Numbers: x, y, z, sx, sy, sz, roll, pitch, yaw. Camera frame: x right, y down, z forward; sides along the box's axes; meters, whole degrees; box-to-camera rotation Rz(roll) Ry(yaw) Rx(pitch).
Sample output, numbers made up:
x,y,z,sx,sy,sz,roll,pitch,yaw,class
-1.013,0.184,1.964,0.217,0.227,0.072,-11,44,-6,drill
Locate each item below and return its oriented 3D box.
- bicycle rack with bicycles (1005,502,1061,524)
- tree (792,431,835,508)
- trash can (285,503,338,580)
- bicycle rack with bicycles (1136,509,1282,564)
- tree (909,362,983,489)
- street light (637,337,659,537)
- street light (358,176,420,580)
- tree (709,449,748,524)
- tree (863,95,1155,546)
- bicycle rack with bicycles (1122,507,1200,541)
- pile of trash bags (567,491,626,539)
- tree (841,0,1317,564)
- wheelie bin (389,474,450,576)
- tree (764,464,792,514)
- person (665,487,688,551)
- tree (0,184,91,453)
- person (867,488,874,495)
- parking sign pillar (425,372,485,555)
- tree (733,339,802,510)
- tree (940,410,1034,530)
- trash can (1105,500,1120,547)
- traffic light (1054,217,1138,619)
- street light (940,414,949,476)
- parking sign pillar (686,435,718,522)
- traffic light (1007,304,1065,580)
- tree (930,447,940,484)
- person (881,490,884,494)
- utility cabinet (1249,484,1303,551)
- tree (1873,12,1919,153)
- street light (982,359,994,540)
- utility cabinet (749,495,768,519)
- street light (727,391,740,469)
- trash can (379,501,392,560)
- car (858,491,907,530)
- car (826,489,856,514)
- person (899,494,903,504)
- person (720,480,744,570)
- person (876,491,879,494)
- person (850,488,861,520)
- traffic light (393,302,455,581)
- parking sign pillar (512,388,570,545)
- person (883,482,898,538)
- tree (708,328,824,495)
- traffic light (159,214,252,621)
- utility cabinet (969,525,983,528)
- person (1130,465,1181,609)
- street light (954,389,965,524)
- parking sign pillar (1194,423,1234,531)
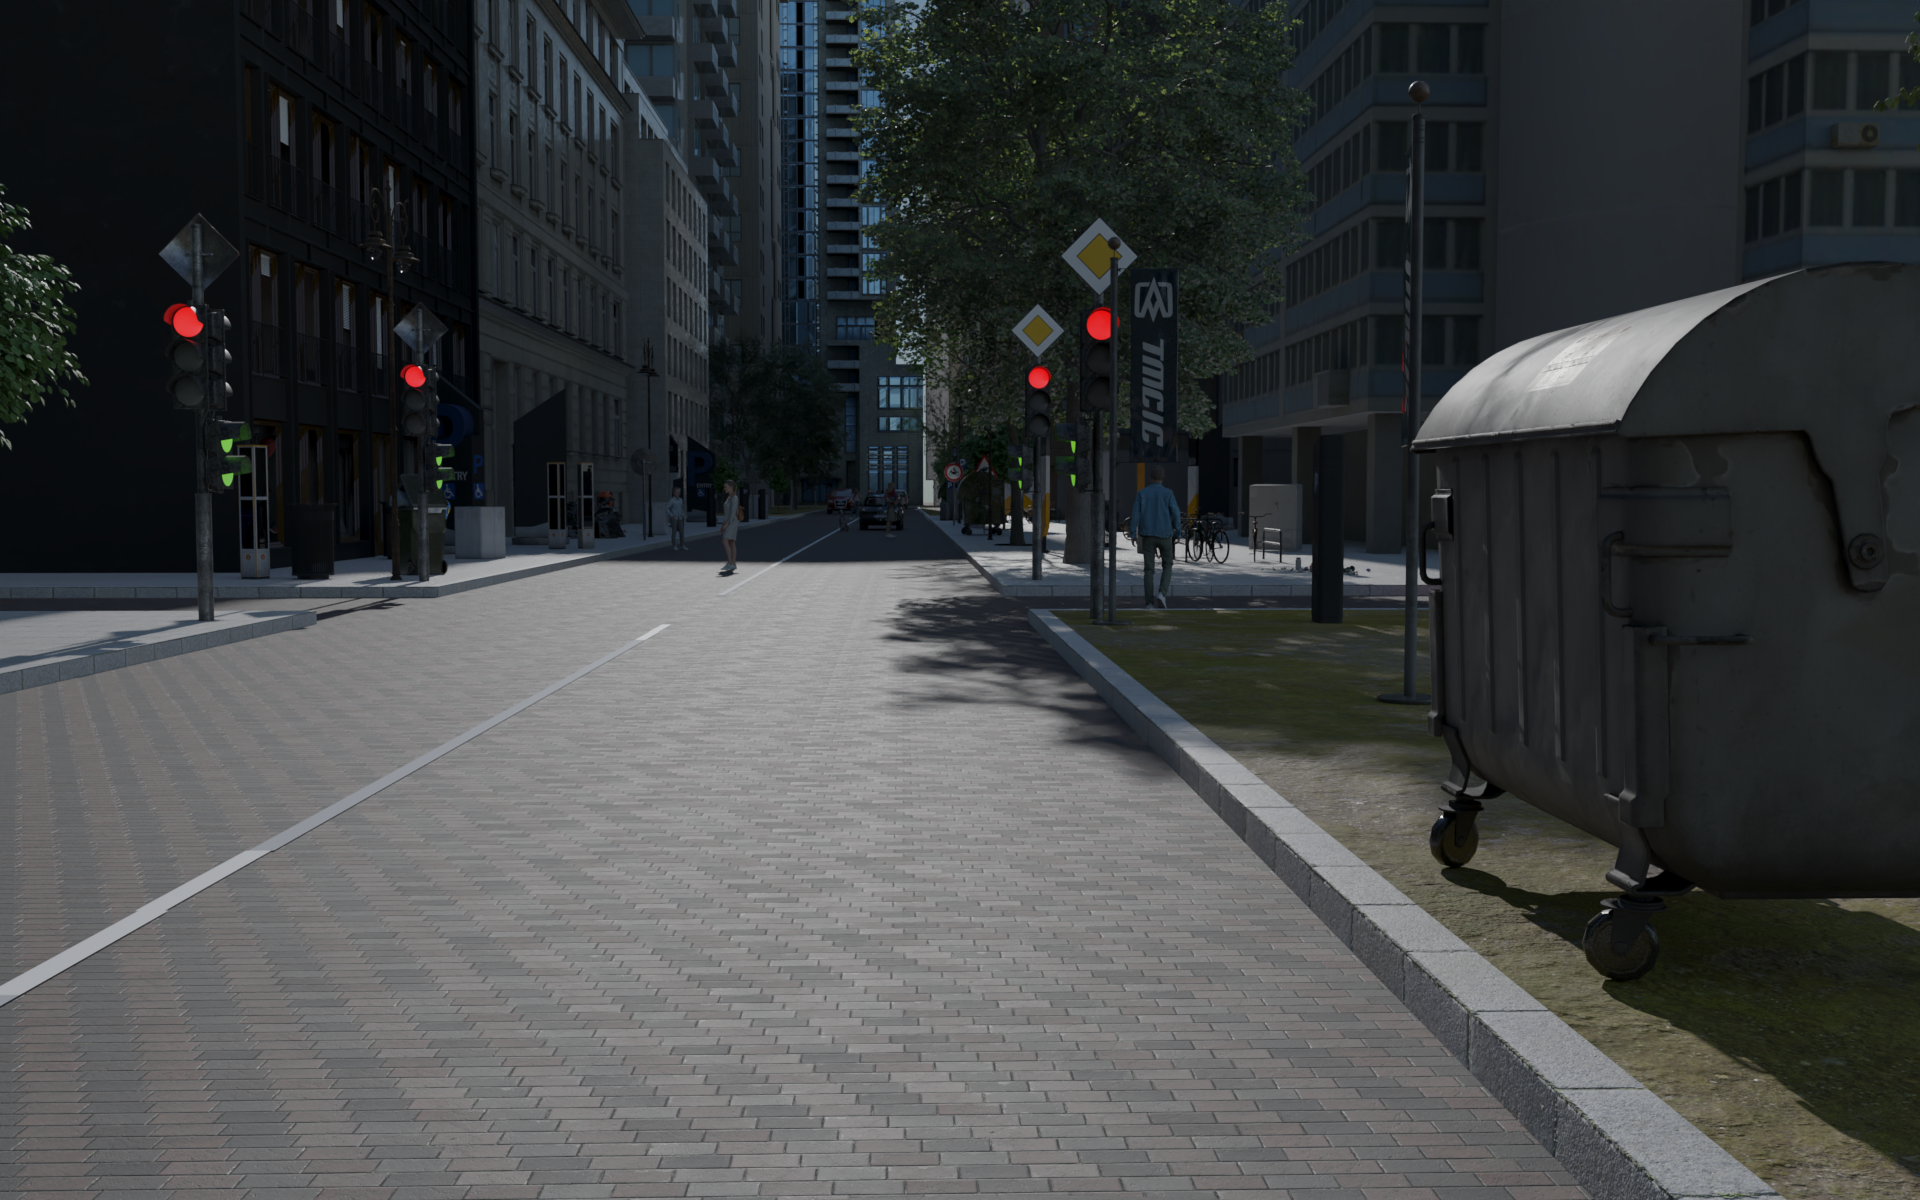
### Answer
x,y,z,sx,sy,sz,roll,pitch,yaw,class
3.341,-3.862,76.530,2.925,0.926,2.852,-3,4,-38,bicycle rack with bicycles
-13.407,-12.672,157.553,4.360,8.622,3.978,0,3,0,tree
-9.757,-0.883,26.098,0.748,1.137,0.748,0,3,0,trash can
4.967,-1.201,33.014,2.852,0.926,2.925,0,4,1,bicycle rack with bicycles
-0.393,-8.866,95.320,4.737,8.622,4.395,0,3,0,tree
-9.190,-4.799,51.245,0.468,5.910,1.993,0,4,-2,street light
-8.399,-3.231,25.621,0.468,5.910,1.993,0,4,-2,street light
-10.109,-4.879,74.369,1.663,3.219,1.824,0,3,0,tree
1.465,-7.160,42.828,9.928,11.665,9.643,0,3,0,tree
5.833,-2.121,48.064,2.925,0.926,2.852,-1,4,-22,bicycle rack with bicycles
-10.801,-2.539,51.260,1.912,1.369,3.447,0,4,1,pile of trash bags
2.251,-7.635,31.482,9.857,13.997,8.962,0,3,0,tree
-8.618,-1.200,27.531,0.693,1.594,0.980,3,5,42,wheelie bin
-11.672,-7.202,112.351,1.663,3.219,1.824,0,3,0,tree
-7.204,-2.061,44.013,0.589,1.601,0.330,-3,5,-39,person
-9.252,-1.891,14.632,4.285,4.588,4.351,0,3,0,tree
-5.256,-5.713,102.364,0.683,1.767,0.568,1,4,17,person
-10.903,-2.987,37.312,1.447,3.967,1.447,1,4,23,parking sign pillar
-13.479,-14.214,139.056,9.857,13.997,8.962,0,3,0,tree
1.562,-4.775,61.792,4.285,4.588,4.351,0,3,0,tree
3.485,-1.844,41.797,0.748,1.137,0.748,0,3,0,trash can
1.394,-1.762,17.727,0.839,4.253,0.868,0,4,-2,traffic light
-0.906,-7.810,100.477,0.468,5.910,1.993,0,4,-2,street light
-11.794,-5.537,79.010,1.447,3.967,1.447,0,4,1,parking sign pillar
1.129,-2.250,25.708,0.839,4.253,0.868,0,4,-2,traffic light
-0.206,-7.415,104.948,4.285,4.588,4.351,0,3,0,tree
-6.678,-8.578,149.428,1.217,1.739,0.721,0,4,3,person
7.106,-1.856,39.028,1.173,1.500,0.318,3,4,37,utility cabinet
10.107,-3.903,14.183,4.737,8.622,4.395,0,3,0,tree
0.842,-4.612,48.202,0.468,5.910,1.993,0,4,-2,street light
-10.445,-4.802,89.673,1.020,1.237,0.306,0,4,-3,utility cabinet
-10.021,-6.351,76.622,0.468,5.910,1.993,0,4,-2,street light
-11.033,-1.370,34.060,0.748,1.137,0.748,0,3,0,trash can
-3.161,-3.688,70.087,2.009,1.686,4.222,0,4,-1,car
-8.593,-7.161,125.753,2.281,1.827,5.304,0,4,-2,car
-5.413,-8.858,156.544,0.599,1.433,0.991,0,4,5,person
-4.363,-1.434,32.948,0.522,1.701,0.512,-2,4,-24,person
-7.978,-9.676,167.364,0.551,1.740,0.621,3,4,37,person
-5.936,-5.415,97.626,0.593,1.750,0.643,-2,4,-29,person
-7.876,-2.231,25.394,0.839,4.253,0.868,0,4,-2,traffic light
-10.660,-3.393,43.942,1.447,3.967,1.447,-1,4,-20,parking sign pillar
-2.280,-2.984,57.265,0.573,1.828,0.580,-2,4,-28,person
-11.699,-9.905,96.358,8.767,10.594,7.601,0,4,-2,tree
-7.611,-1.743,17.413,0.839,4.253,0.868,0,4,-2,traffic light
0.611,-3.318,65.416,0.306,1.237,1.020,-1,4,-18,utility cabinet
2.385,-0.750,21.105,0.601,1.785,0.444,1,4,14,person
-0.016,-6.221,74.501,0.468,5.910,1.993,0,4,-2,street light
9.001,-4.455,61.305,1.447,3.967,1.447,2,4,29,parking sign pillar
